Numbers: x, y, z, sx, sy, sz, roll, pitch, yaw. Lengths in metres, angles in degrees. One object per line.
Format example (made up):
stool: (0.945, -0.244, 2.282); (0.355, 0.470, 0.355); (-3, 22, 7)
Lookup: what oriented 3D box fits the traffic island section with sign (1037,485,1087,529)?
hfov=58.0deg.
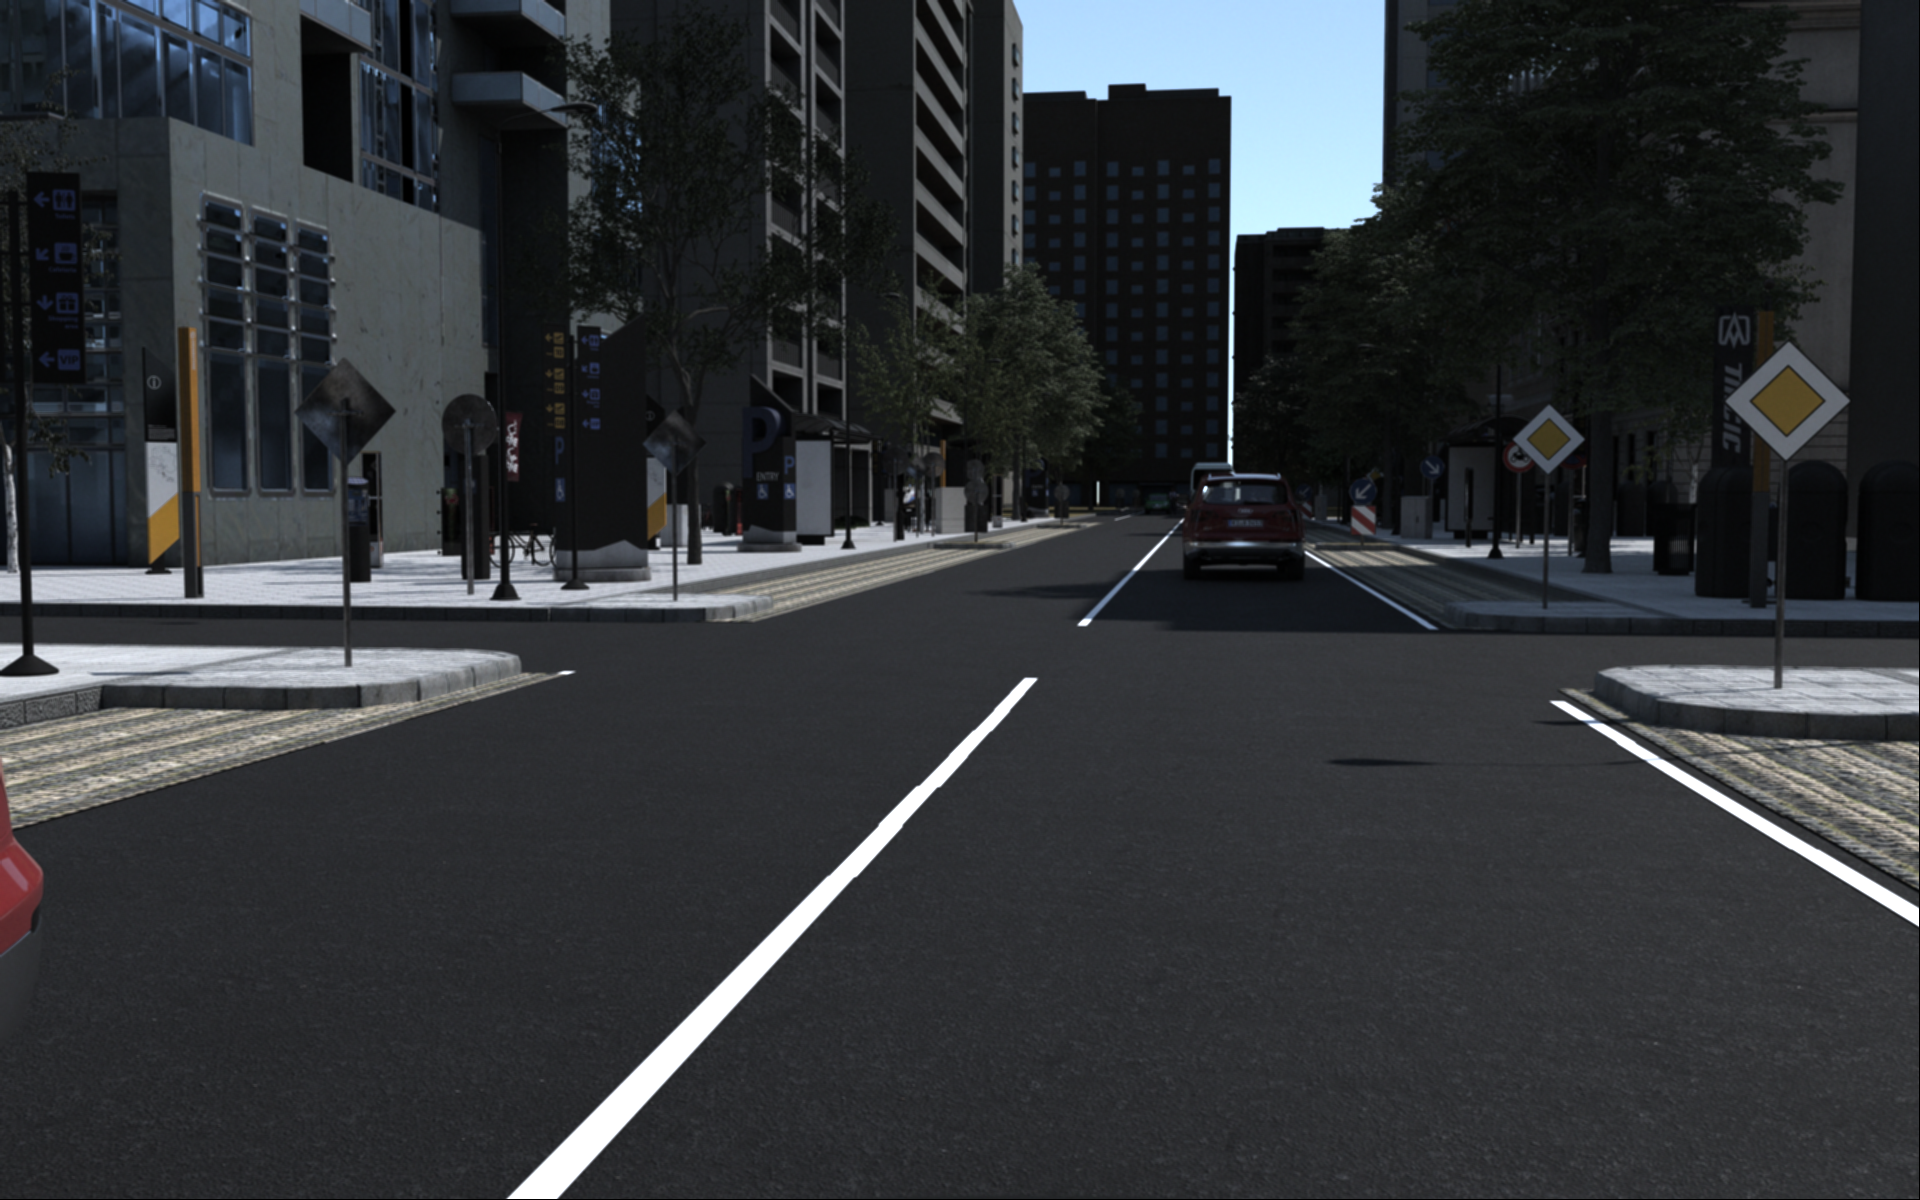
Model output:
traffic island section with sign: (4.301, -3.904, 72.458); (1.989, 1.847, 2.006); (0, 4, 8)

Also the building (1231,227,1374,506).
building: (37.106, -25.614, 190.485); (14.107, 30.474, 14.160); (0, 4, 8)

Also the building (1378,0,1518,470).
building: (45.643, -36.743, 142.739); (21.231, 58.520, 28.212); (0, 4, 8)

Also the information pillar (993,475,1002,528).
information pillar: (1.423, -3.745, 65.728); (0.304, 2.012, 0.304); (-1, 4, -19)

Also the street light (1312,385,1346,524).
street light: (15.749, -6.172, 73.449); (1.470, 5.913, 1.316); (0, 4, 8)

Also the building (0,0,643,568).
building: (-22.326, -44.743, 44.214); (22.319, 86.520, 31.000); (0, 4, 8)

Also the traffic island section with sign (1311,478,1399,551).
traffic island section with sign: (10.136, -2.183, 44.315); (1.989, 1.847, 2.006); (0, 4, 8)

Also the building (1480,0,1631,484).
building: (32.995, -18.060, 81.189); (13.634, 28.700, 20.117); (0, 4, 8)

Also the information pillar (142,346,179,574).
information pillar: (-12.812, -2.226, 27.752); (0.183, 3.616, 0.504); (3, 5, 42)

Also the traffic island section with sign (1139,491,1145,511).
traffic island section with sign: (15.172, -8.554, 148.478); (1.989, 1.847, 2.006); (0, 4, 8)

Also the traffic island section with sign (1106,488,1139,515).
traffic island section with sign: (11.302, -6.902, 121.470); (1.989, 1.847, 2.006); (0, 4, 8)

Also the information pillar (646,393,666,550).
information pillar: (-6.959, -2.942, 39.460); (0.504, 3.616, 0.183); (0, 4, 4)

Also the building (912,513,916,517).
building: (-11.652, -29.650, 108.487); (21.300, 48.544, 21.600); (0, 4, 8)

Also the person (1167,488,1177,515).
person: (14.803, -6.873, 120.747); (0.709, 1.838, 0.599); (1, 4, 12)

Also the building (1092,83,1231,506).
building: (22.627, -33.151, 192.137); (14.200, 45.320, 14.600); (0, 4, 8)

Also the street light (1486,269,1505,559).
street light: (10.111, -3.780, 34.336); (1.470, 5.913, 1.316); (0, 4, 8)

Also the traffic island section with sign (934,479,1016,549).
traffic island section with sign: (0.431, -2.253, 45.459); (1.989, 1.847, 2.006); (0, 4, 8)

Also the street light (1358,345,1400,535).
street light: (13.054, -4.975, 53.875); (1.470, 5.913, 1.316); (0, 4, 8)

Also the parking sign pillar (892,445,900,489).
parking sign pillar: (-3.446, -6.427, 93.550); (1.447, 3.967, 1.447); (0, 4, -2)

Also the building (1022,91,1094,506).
building: (8.455, -33.228, 193.384); (14.200, 45.320, 14.600); (0, 4, 8)

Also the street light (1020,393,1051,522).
street light: (3.491, -6.546, 79.561); (1.470, 5.913, 1.316); (0, 4, 8)

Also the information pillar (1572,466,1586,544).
information pillar: (16.028, -2.465, 44.792); (0.304, 2.012, 0.304); (3, 5, 40)

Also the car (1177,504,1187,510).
car: (19.653, -8.877, 157.505); (2.083, 1.381, 4.827); (1, 4, 9)

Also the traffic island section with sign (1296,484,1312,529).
traffic island section with sign: (13.953, -3.815, 71.000); (1.989, 1.847, 2.006); (0, 4, 8)

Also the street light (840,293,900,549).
street light: (-2.079, -4.144, 40.298); (1.470, 5.913, 1.316); (0, 4, 8)

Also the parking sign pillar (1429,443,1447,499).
parking sign pillar: (24.961, -6.241, 90.516); (1.447, 3.967, 1.447); (3, 4, 37)

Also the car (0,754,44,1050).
car: (-2.824, 0.477, 0.883); (2.281, 1.827, 5.304); (0, 4, 6)

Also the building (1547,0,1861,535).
building: (27.892, -12.081, 62.152); (10.561, 19.102, 19.286); (0, 4, 8)

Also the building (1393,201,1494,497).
building: (44.356, -16.513, 115.021); (27.650, 21.520, 28.899); (0, 4, 8)

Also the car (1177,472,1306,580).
car: (4.966, -1.341, 30.597); (2.281, 1.827, 5.304); (0, 4, 8)

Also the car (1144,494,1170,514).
car: (14.160, -7.028, 123.699); (1.959, 1.807, 4.718); (1, 4, 9)

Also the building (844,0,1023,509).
building: (-6.011, -32.458, 154.382); (21.600, 48.544, 21.300); (0, 4, 8)

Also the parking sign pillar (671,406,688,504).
parking sign pillar: (-8.486, -3.821, 50.941); (1.447, 3.967, 1.447); (1, 4, 13)

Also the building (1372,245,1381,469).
building: (50.990, -25.457, 187.918); (14.107, 30.474, 14.160); (0, 4, 8)

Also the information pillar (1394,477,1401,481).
information pillar: (19.271, -4.398, 76.404); (0.304, 2.012, 0.304); (0, 4, 3)

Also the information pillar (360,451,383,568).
information pillar: (-10.163, -1.556, 29.930); (0.304, 2.012, 0.304); (-1, 4, -9)

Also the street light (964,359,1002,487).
street light: (0.733, -5.340, 59.855); (1.470, 5.913, 1.316); (0, 4, 8)

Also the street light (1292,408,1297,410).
street light: (18.484, -7.369, 93.017); (1.470, 5.913, 1.316); (0, 4, 8)

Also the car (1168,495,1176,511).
car: (17.347, -8.185, 146.407); (1.945, 1.354, 3.894); (1, 4, 9)

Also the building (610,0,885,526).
building: (-14.027, -39.103, 77.584); (20.563, 71.187, 20.611); (0, 4, 8)

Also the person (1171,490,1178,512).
person: (17.126, -7.976, 139.442); (0.750, 1.759, 0.617); (-2, 4, -26)

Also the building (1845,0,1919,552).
building: (30.723, -14.442, 29.631); (24.014, 27.812, 14.314); (0, 4, 8)

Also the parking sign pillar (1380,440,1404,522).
parking sign pillar: (19.977, -5.557, 79.325); (1.447, 3.967, 1.447); (0, 4, 0)

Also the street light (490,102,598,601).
street light: (-4.982, -2.949, 20.754); (1.470, 5.913, 1.316); (0, 4, 8)
